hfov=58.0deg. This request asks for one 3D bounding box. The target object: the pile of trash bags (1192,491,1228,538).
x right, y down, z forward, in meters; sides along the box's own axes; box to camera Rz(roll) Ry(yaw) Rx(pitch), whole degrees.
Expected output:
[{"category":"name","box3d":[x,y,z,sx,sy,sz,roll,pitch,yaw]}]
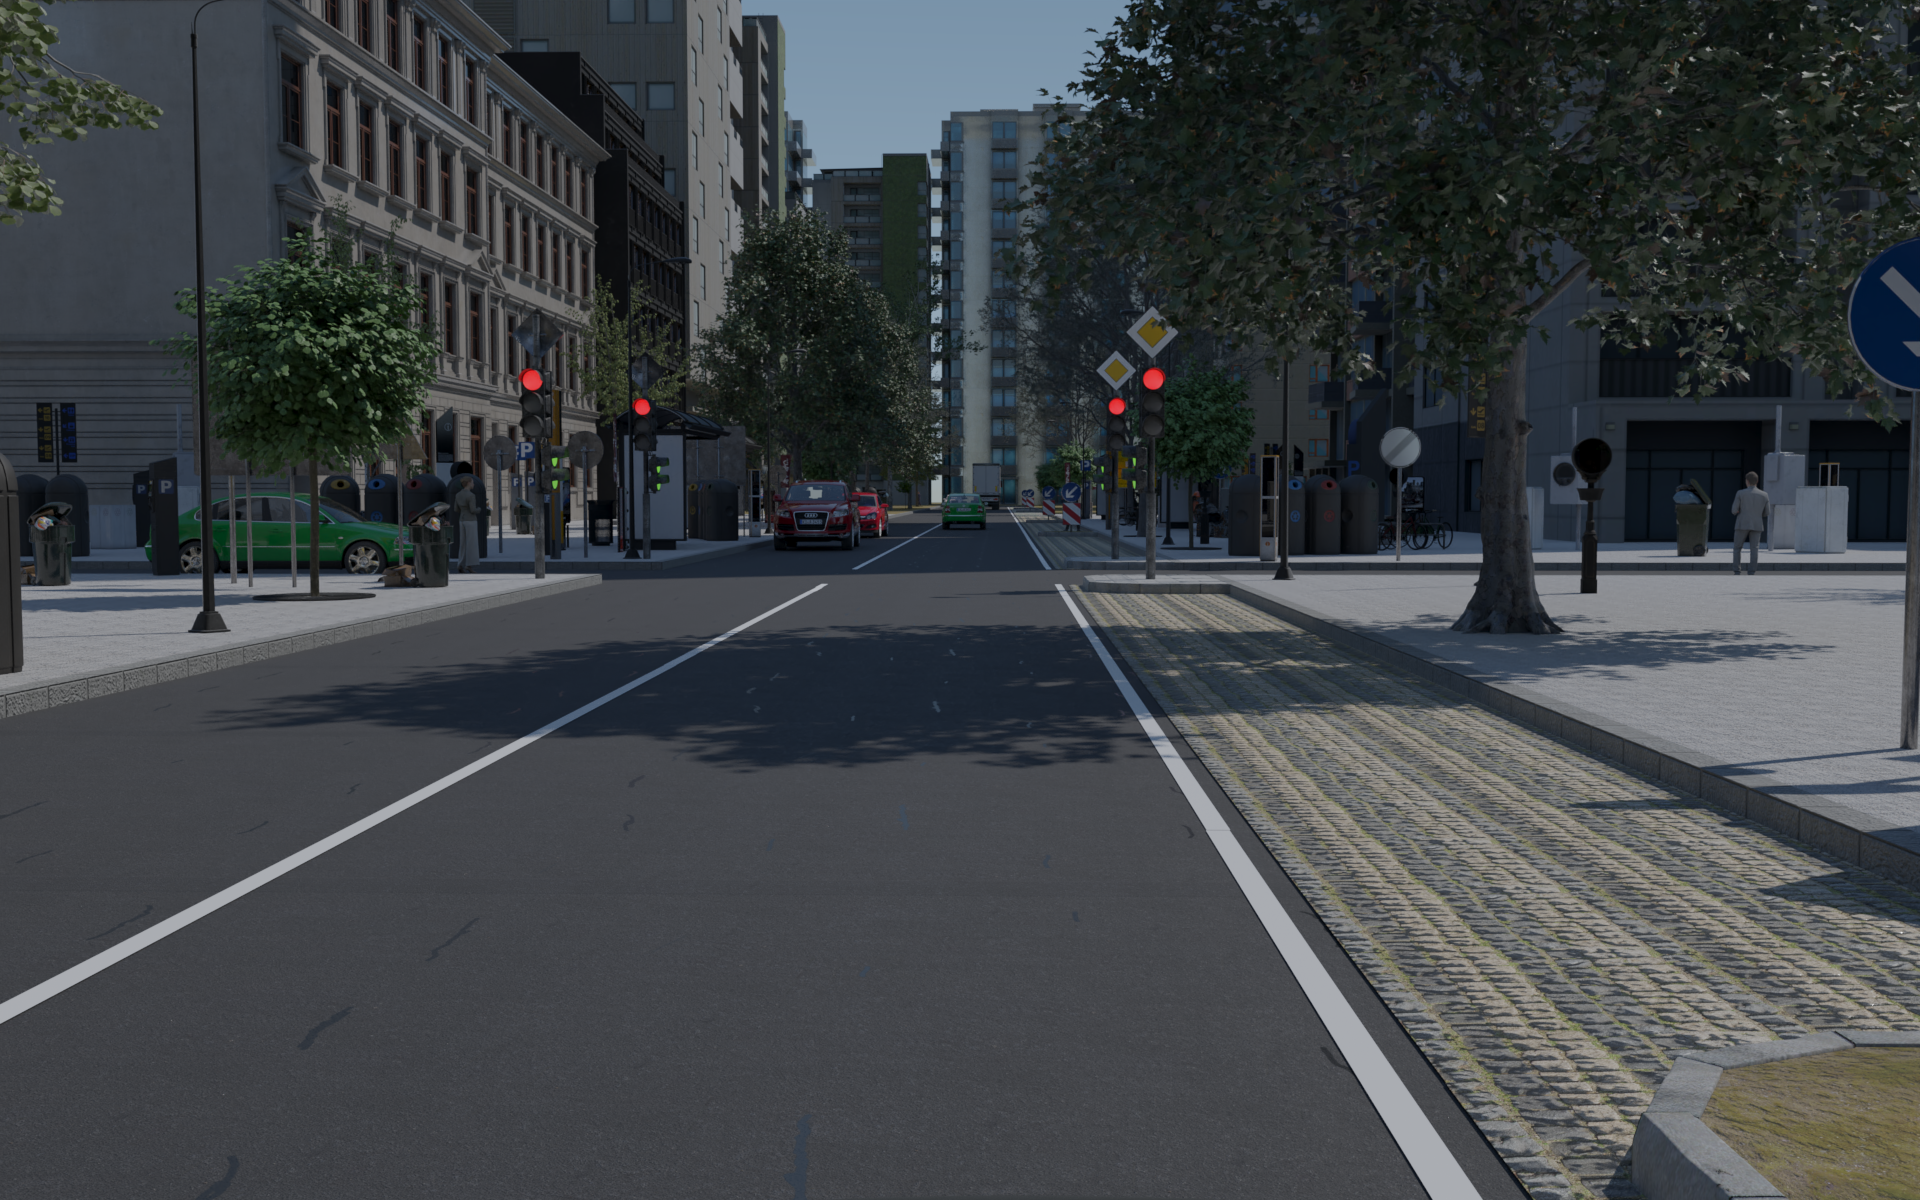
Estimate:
[{"category":"pile of trash bags","box3d":[7.864,-2.590,52.094,1.912,1.369,3.447,-1,4,-20]}]

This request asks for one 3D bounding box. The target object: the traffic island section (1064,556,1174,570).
[{"category":"traffic island section","box3d":[3.072,-0.721,34.070,2.009,0.180,2.903,0,4,1]}]

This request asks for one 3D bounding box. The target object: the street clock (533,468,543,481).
[{"category":"street clock","box3d":[-11.793,-2.717,48.997,0.471,2.002,0.358,0,4,5]}]

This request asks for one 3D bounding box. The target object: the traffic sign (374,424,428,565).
[{"category":"traffic sign","box3d":[-8.635,-1.633,26.707,0.884,2.594,0.081,1,4,9]}]

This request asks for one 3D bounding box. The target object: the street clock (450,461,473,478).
[{"category":"street clock","box3d":[-11.013,-2.064,38.319,0.358,2.002,0.471,2,4,32]}]

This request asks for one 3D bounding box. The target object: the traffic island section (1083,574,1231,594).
[{"category":"traffic island section","box3d":[2.892,-0.233,26.087,2.009,0.180,2.903,0,4,1]}]

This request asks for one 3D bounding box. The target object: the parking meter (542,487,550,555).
[{"category":"parking meter","box3d":[-8.675,-1.707,36.319,0.372,1.533,0.369,0,3,0]}]

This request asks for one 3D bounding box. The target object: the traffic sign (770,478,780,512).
[{"category":"traffic sign","box3d":[-8.739,-5.031,82.253,0.884,2.594,0.081,0,4,6]}]

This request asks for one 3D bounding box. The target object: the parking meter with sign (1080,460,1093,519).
[{"category":"parking meter with sign","box3d":[6.600,-5.728,89.908,0.543,3.016,1.738,1,4,10]}]

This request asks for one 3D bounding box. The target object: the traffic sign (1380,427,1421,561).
[{"category":"traffic sign","box3d":[8.407,-2.021,33.143,0.768,2.556,0.104,0,4,8]}]

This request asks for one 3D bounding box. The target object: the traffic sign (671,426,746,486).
[{"category":"traffic sign","box3d":[-7.533,-3.544,51.812,2.265,3.308,0.079,0,4,5]}]

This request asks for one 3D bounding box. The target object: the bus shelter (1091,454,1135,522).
[{"category":"bus shelter","box3d":[7.468,-5.466,83.292,2.014,3.302,5.546,0,4,1]}]

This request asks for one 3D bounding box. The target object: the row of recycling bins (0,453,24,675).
[{"category":"row of recycling bins","box3d":[-7.952,-0.386,13.424,1.069,1.692,3.534,-3,4,-36]}]

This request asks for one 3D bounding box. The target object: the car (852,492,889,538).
[{"category":"car","box3d":[-3.412,-2.980,57.767,2.155,1.783,4.494,0,4,2]}]

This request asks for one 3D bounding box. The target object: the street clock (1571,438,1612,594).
[{"category":"street clock","box3d":[8.137,-1.088,22.360,0.471,2.002,0.358,1,4,12]}]

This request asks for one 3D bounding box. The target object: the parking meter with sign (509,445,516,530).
[{"category":"parking meter with sign","box3d":[-15.943,-4.037,62.271,0.543,3.016,1.738,-1,4,-20]}]

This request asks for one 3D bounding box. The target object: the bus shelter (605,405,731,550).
[{"category":"bus shelter","box3d":[-6.972,-2.942,42.029,2.014,3.302,5.546,0,4,1]}]

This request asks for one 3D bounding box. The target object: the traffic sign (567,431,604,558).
[{"category":"traffic sign","box3d":[-7.537,-2.123,34.817,0.768,2.556,0.104,0,4,7]}]

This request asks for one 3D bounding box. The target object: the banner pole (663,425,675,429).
[{"category":"banner pole","box3d":[-9.494,-4.011,55.599,0.863,3.779,0.401,2,4,26]}]

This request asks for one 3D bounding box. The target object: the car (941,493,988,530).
[{"category":"car","box3d":[0.185,-3.814,71.152,1.959,1.807,4.718,0,4,1]}]

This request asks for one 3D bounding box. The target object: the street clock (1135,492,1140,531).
[{"category":"street clock","box3d":[6.249,-3.407,60.282,0.358,2.002,0.471,-2,4,-30]}]

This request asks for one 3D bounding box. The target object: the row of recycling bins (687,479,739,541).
[{"category":"row of recycling bins","box3d":[-6.927,-2.546,48.735,1.069,1.692,3.534,-1,4,-19]}]

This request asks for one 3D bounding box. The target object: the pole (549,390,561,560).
[{"category":"pole","box3d":[-7.941,-2.452,33.928,0.158,3.312,0.155,0,3,0]}]

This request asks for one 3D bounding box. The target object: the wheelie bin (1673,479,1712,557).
[{"category":"wheelie bin","box3d":[15.087,-1.700,35.696,0.693,1.594,0.980,2,4,28]}]

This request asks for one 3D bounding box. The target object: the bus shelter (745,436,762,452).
[{"category":"bus shelter","box3d":[-7.679,-3.748,55.198,2.014,3.302,5.546,0,4,1]}]

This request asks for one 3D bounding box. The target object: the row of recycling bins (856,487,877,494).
[{"category":"row of recycling bins","box3d":[-6.694,-5.970,104.730,3.534,1.692,1.069,1,4,14]}]

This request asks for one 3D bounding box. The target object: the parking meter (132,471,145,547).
[{"category":"parking meter","box3d":[-19.712,-2.205,41.767,0.399,1.863,0.255,-1,4,-11]}]

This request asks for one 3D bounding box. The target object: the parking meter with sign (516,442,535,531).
[{"category":"parking meter with sign","box3d":[-14.442,-3.819,58.700,0.543,3.016,1.738,0,4,1]}]

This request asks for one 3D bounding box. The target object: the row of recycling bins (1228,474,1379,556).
[{"category":"row of recycling bins","box3d":[7.228,-1.800,36.545,3.534,1.692,1.069,-2,4,-23]}]

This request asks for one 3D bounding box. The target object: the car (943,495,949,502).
[{"category":"car","box3d":[-0.565,-9.355,165.308,2.083,1.381,4.827,0,4,0]}]

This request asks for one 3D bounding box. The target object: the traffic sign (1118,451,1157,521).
[{"category":"traffic sign","box3d":[7.950,-5.252,79.735,2.265,3.308,0.079,1,4,11]}]

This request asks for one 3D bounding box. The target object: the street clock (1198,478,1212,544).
[{"category":"street clock","box3d":[6.284,-2.437,44.415,0.358,2.002,0.471,2,4,29]}]

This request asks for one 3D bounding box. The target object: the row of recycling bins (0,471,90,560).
[{"category":"row of recycling bins","box3d":[-19.585,-1.771,36.067,3.534,1.692,1.069,2,4,23]}]

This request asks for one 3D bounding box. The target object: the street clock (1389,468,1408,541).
[{"category":"street clock","box3d":[12.059,-2.637,47.685,0.471,2.002,0.358,3,5,44]}]

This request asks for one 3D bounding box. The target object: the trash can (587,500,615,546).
[{"category":"trash can","box3d":[-8.903,-1.912,42.914,0.748,1.137,0.748,0,3,0]}]

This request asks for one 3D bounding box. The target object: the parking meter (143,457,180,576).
[{"category":"parking meter","box3d":[-12.558,-1.321,27.304,0.399,1.863,0.255,-3,5,-41]}]

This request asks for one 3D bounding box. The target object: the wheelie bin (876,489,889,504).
[{"category":"wheelie bin","box3d":[-4.951,-6.195,109.194,0.980,1.594,0.693,-1,4,-22]}]

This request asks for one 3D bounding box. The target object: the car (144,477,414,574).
[{"category":"car","box3d":[-11.137,-1.245,29.150,4.718,1.807,1.959,0,4,0]}]

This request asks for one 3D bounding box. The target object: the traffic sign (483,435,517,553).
[{"category":"traffic sign","box3d":[-9.989,-2.293,37.596,0.768,2.556,0.104,1,4,10]}]

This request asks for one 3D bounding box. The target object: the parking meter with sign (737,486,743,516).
[{"category":"parking meter with sign","box3d":[-13.021,-6.442,101.593,1.738,3.016,0.543,-1,4,-15]}]

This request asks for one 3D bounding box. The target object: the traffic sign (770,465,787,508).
[{"category":"traffic sign","box3d":[-7.894,-4.584,75.054,0.768,2.556,0.104,0,4,6]}]

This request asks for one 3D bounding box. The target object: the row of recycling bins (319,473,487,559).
[{"category":"row of recycling bins","box3d":[-11.213,-1.699,34.893,3.534,1.692,1.069,1,4,9]}]

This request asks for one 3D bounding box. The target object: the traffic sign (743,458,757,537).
[{"category":"traffic sign","box3d":[-6.489,-3.110,52.026,0.795,2.450,0.064,0,4,2]}]

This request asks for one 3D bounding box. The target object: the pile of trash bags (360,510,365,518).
[{"category":"pile of trash bags","box3d":[-13.421,-1.758,38.492,1.912,1.369,3.447,3,5,44]}]

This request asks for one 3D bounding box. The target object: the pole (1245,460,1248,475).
[{"category":"pole","box3d":[15.241,-6.012,92.143,0.158,3.312,0.155,0,3,0]}]

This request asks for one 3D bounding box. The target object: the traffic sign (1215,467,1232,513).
[{"category":"traffic sign","box3d":[8.705,-3.539,57.971,0.768,2.556,0.104,0,4,5]}]

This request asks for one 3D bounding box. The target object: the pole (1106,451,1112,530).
[{"category":"pole","box3d":[5.329,-4.173,62.075,0.158,3.312,0.155,0,3,0]}]

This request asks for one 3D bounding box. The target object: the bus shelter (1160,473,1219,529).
[{"category":"bus shelter","box3d":[8.093,-4.117,61.239,2.014,3.302,5.546,0,4,1]}]
